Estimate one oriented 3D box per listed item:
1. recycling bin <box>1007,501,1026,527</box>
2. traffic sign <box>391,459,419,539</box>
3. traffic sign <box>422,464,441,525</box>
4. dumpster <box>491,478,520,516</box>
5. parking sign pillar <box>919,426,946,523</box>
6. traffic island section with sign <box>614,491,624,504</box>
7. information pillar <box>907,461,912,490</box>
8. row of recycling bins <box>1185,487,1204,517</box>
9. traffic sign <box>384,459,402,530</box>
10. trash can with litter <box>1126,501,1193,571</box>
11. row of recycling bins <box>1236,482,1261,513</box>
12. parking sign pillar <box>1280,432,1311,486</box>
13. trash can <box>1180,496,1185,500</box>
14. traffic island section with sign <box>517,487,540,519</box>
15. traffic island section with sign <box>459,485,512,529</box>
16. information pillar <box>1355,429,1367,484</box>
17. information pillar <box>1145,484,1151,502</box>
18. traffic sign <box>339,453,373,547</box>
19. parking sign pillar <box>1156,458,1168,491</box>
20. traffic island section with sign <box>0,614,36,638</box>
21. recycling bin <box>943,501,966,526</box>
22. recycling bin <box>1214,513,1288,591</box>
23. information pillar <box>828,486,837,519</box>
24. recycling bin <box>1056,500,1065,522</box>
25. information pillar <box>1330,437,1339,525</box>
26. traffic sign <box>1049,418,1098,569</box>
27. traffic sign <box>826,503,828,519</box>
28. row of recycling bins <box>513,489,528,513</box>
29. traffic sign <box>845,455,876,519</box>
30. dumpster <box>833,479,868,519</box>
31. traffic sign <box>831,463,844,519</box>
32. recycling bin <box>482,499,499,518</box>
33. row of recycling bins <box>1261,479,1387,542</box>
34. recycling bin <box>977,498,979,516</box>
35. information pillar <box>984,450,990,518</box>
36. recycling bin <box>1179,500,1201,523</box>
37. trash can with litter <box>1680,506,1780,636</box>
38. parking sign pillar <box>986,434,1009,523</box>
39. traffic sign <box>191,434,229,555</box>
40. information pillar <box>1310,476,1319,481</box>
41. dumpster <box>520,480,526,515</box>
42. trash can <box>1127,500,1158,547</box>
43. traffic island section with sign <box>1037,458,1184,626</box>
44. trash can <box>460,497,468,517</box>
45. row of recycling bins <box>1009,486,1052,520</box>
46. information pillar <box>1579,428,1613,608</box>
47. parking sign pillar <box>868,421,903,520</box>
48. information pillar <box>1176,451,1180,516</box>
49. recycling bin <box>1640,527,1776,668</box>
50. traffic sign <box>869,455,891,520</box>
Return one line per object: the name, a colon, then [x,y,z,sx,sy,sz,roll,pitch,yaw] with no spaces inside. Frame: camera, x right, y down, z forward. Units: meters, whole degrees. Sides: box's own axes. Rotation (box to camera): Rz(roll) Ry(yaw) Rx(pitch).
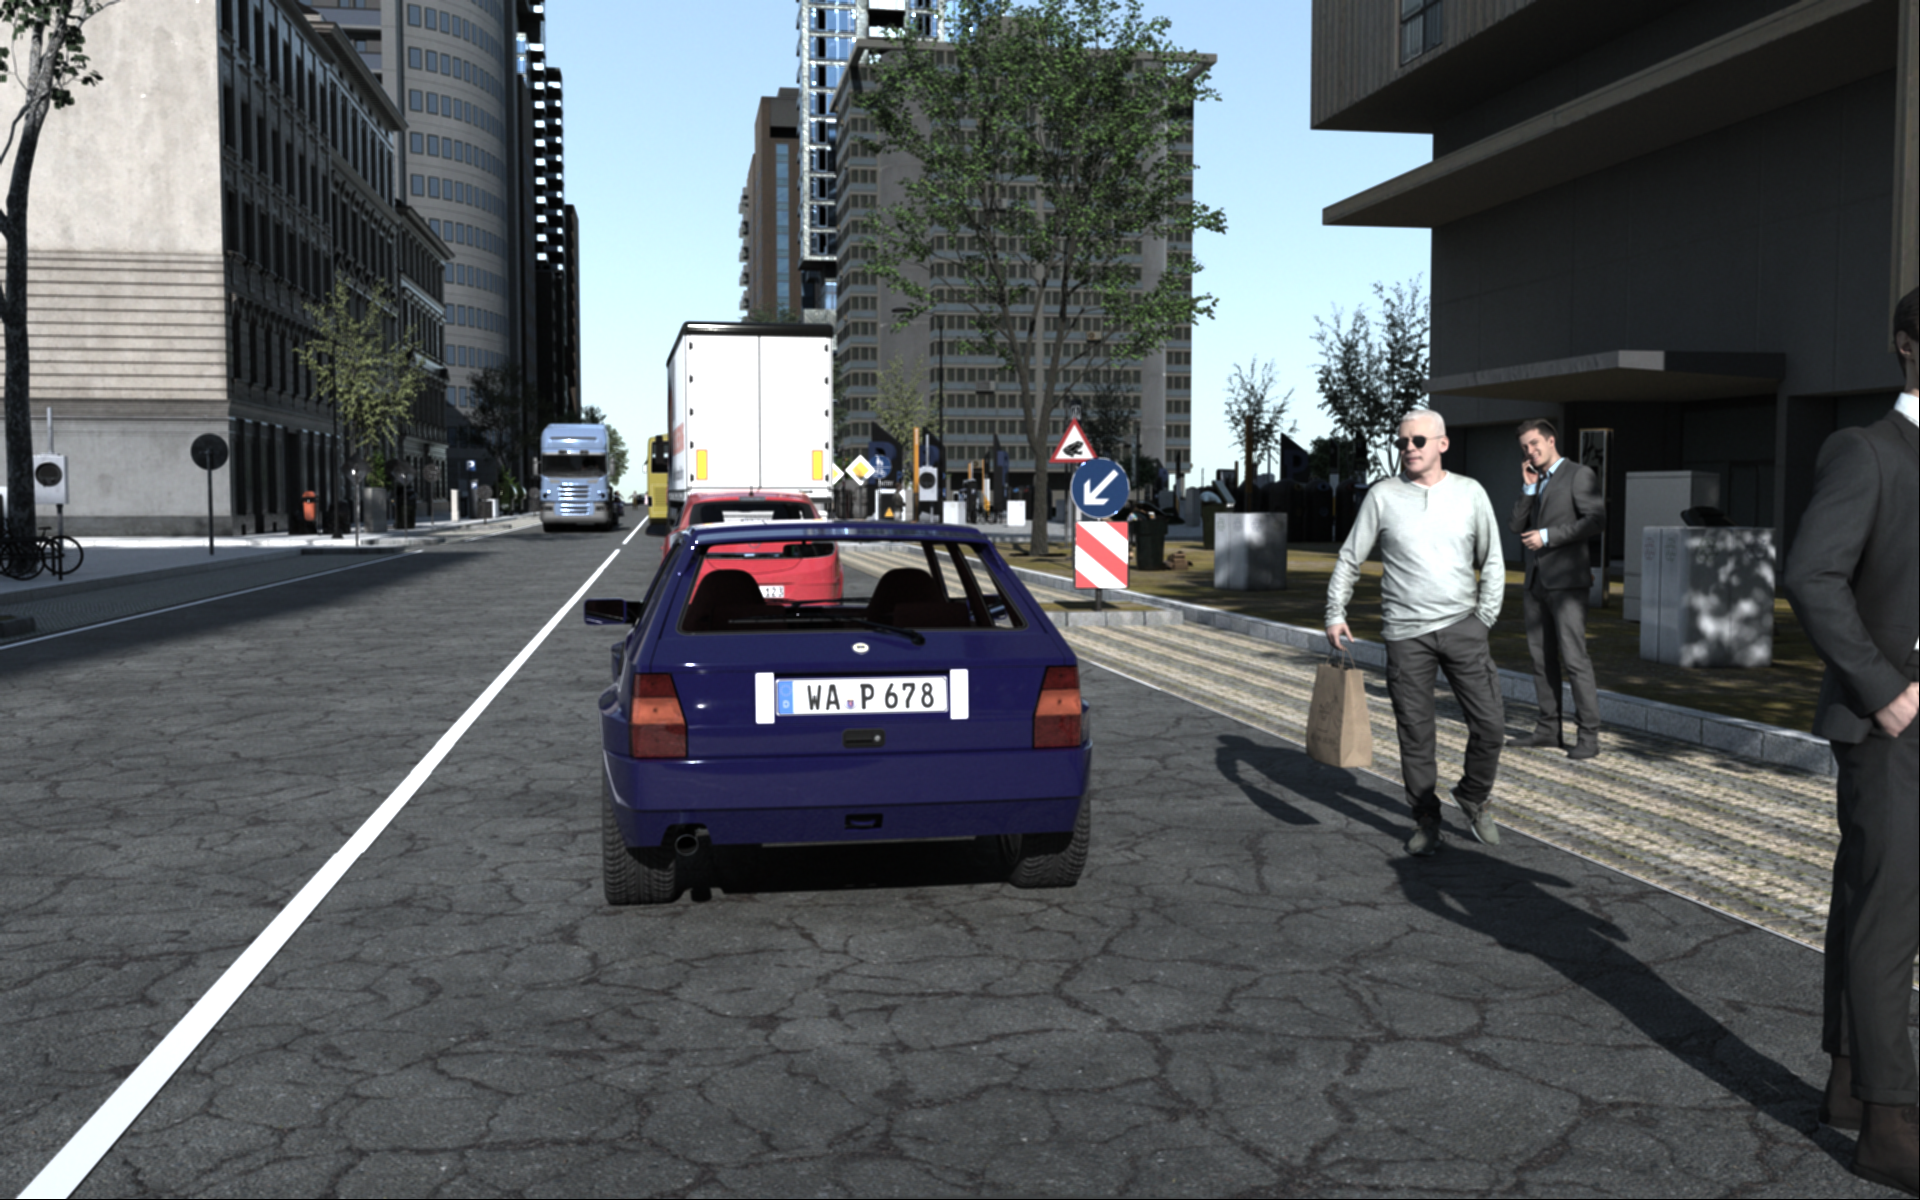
recycling bin: [2.193,-3.363,67.542,0.722,1.027,0.722,0,4,2]
traffic sign: [-15.988,-2.831,49.937,0.795,2.450,0.064,-1,4,-10]
traffic sign: [-22.114,-4.430,72.537,0.768,2.556,0.104,0,4,-5]
dumpster: [-26.851,-6.070,101.732,1.502,2.255,1.985,-1,4,-10]
parking sign pillar: [-1.121,-4.887,68.369,1.447,3.967,1.447,-3,5,-40]
traffic island section with sign: [-50.771,-15.131,256.016,1.989,1.847,2.006,-1,4,-10]
information pillar: [-3.464,-7.804,118.957,0.183,3.616,0.504,2,4,28]
row of recycling bins: [14.019,-5.637,99.278,1.069,1.692,3.534,-1,4,-21]
traffic sign: [-20.358,-3.812,62.431,0.768,2.556,0.104,0,3,0]
trash can with litter: [3.369,-1.088,29.181,1.055,1.170,0.624,-2,4,-29]
row of recycling bins: [10.063,-3.117,58.078,3.534,1.692,1.069,-2,4,-23]
parking sign pillar: [14.706,-5.349,75.922,1.447,3.967,1.447,-1,4,-19]
trash can: [13.416,-5.648,104.000,0.748,1.137,0.748,0,3,0]
traffic island section with sign: [-24.310,-5.537,99.163,1.989,1.847,2.006,-1,4,-10]
traffic island section with sign: [-19.758,-3.885,72.143,1.989,1.847,2.006,-1,4,-10]
information pillar: [14.446,-4.352,62.506,0.504,3.616,0.183,-2,4,-26]
information pillar: [13.026,-7.084,120.312,0.304,2.012,0.304,-3,5,-43]
traffic sign: [-14.660,-2.350,42.063,0.795,2.450,0.064,-1,4,-10]
parking sign pillar: [15.224,-8.678,130.357,1.447,3.967,1.447,2,4,32]
traffic island section with sign: [-10.515,-0.533,17.345,1.989,1.847,2.006,-1,4,-10]
recycling bin: [-0.253,-2.919,60.278,0.722,1.027,0.722,2,4,26]
recycling bin: [3.904,-0.656,23.276,0.722,1.027,0.722,-2,4,-29]
information pillar: [-5.681,-4.454,77.316,0.304,2.012,0.304,3,4,38]
recycling bin: [4.827,-4.043,78.658,0.722,1.027,0.722,-2,4,-26]
information pillar: [15.427,-4.898,71.442,0.183,3.616,0.504,-2,4,-30]
traffic sign: [1.943,-1.808,29.558,0.884,2.594,0.081,0,4,-7]
traffic sign: [-5.658,-4.498,73.646,0.768,2.556,0.104,-1,4,-9]
row of recycling bins: [-30.552,-6.923,120.306,1.069,1.692,3.534,-1,4,-20]
traffic sign: [-2.533,-2.473,44.080,0.795,2.450,0.064,-1,4,-10]
dumpster: [-4.141,-3.699,66.235,1.264,1.857,1.865,-1,4,-10]
traffic sign: [-3.861,-2.955,51.954,0.795,2.450,0.064,-1,4,-10]
recycling bin: [-24.967,-4.865,92.089,0.722,1.027,0.722,0,4,2]
row of recycling bins: [10.056,-2.418,46.648,3.534,1.692,1.069,-1,4,-10]
recycling bin: [0.691,-5.566,103.556,0.722,1.027,0.722,2,4,33]
information pillar: [1.447,-6.232,93.249,0.183,3.616,0.504,-2,4,-29]
recycling bin: [10.152,-3.909,76.472,0.722,1.027,0.722,3,5,42]
trash can with litter: [6.835,-0.239,15.295,0.624,1.170,1.055,-1,4,-12]
parking sign pillar: [1.859,-5.498,78.357,1.447,3.967,1.447,1,4,15]
traffic sign: [-15.807,-2.227,36.510,0.768,2.556,0.104,0,4,-5]
information pillar: [14.808,-4.155,72.426,0.304,2.012,0.304,-1,4,-15]
dumpster: [-28.061,-6.497,108.725,1.502,2.255,1.985,-1,4,-10]
trash can: [4.454,-1.875,42.315,0.748,1.137,0.748,0,3,0]
traffic island section with sign: [1.297,-0.671,19.595,1.989,1.847,2.006,-1,4,-10]
trash can: [-27.476,-5.130,95.530,0.748,1.137,0.748,0,3,0]
row of recycling bins: [3.297,-4.874,86.807,1.069,1.692,3.534,-3,5,-40]
information pillar: [7.167,-0.922,19.565,0.304,2.012,0.304,2,4,32]
parking sign pillar: [-2.765,-4.613,63.889,1.447,3.967,1.447,2,4,33]
information pillar: [11.858,-6.288,94.158,0.183,3.616,0.504,-1,4,-12]
recycling bin: [5.642,-0.033,13.095,0.722,1.027,0.722,0,4,-3]
traffic sign: [-2.617,-3.442,56.375,0.768,2.556,0.104,0,4,-7]
